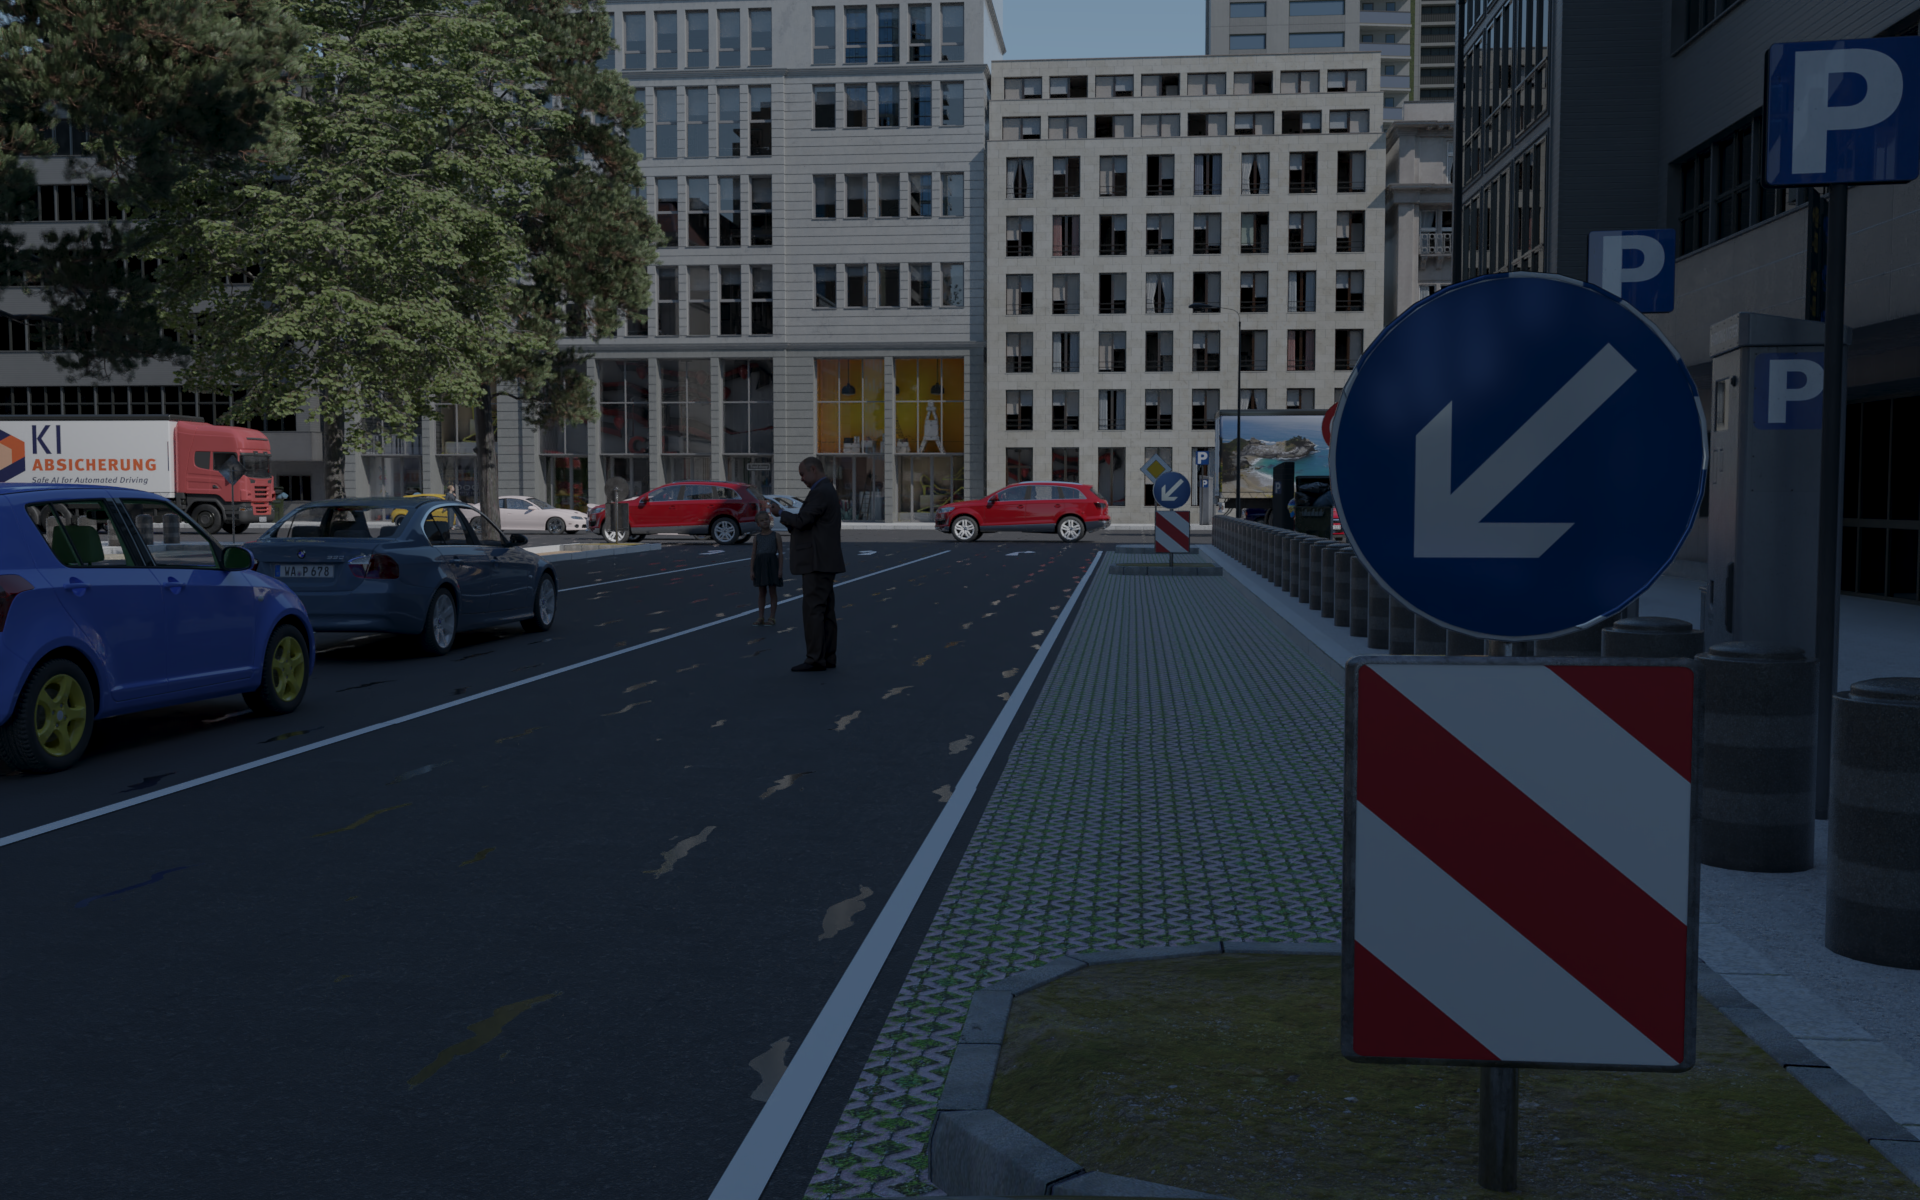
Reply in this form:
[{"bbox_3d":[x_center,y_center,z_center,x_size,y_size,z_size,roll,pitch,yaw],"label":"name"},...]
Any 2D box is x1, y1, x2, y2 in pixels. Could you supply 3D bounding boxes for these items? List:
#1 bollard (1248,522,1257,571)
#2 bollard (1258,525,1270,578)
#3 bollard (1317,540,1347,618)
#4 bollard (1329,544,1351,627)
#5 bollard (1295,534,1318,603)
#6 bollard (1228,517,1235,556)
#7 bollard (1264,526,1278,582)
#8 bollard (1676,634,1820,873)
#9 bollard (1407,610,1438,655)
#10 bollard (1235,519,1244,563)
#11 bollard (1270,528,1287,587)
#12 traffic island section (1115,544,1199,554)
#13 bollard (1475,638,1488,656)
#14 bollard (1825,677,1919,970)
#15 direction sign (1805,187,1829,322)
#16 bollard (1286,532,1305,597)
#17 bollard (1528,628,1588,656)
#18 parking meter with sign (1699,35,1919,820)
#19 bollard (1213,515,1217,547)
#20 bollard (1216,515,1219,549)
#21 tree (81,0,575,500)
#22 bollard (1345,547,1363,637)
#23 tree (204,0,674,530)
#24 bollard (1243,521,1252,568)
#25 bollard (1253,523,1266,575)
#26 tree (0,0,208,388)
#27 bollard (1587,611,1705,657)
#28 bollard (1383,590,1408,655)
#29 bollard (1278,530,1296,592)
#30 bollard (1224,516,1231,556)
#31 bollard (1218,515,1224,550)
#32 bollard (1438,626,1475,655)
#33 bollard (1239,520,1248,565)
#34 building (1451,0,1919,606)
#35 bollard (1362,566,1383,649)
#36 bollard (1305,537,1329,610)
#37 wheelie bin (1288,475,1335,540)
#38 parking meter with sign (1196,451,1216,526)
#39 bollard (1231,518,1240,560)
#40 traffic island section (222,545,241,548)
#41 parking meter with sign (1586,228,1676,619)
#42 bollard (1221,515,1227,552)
[{"bbox_3d":[5.050,-0.864,28.842,0.404,0.777,0.398,0,3,0],"label":"bollard"},{"bbox_3d":[4.809,-0.716,26.429,0.404,0.777,0.398,0,3,0],"label":"bollard"},{"bbox_3d":[3.966,-0.202,18.026,0.404,0.777,0.398,0,3,0],"label":"bollard"},{"bbox_3d":[3.842,-0.129,16.831,0.404,0.777,0.398,0,3,0],"label":"bollard"},{"bbox_3d":[4.203,-0.350,20.432,0.404,0.777,0.398,0,3,0],"label":"bollard"},{"bbox_3d":[5.647,-1.230,34.824,0.404,0.777,0.398,0,3,0],"label":"bollard"},{"bbox_3d":[4.691,-0.643,25.233,0.404,0.777,0.398,0,3,0],"label":"bollard"},{"bbox_3d":[2.765,0.531,6.033,0.404,0.777,0.398,0,3,0],"label":"bollard"},{"bbox_3d":[3.363,0.164,12.028,0.404,0.777,0.398,0,3,0],"label":"bollard"},{"bbox_3d":[5.408,-1.083,32.429,0.404,0.777,0.398,0,3,0],"label":"bollard"},{"bbox_3d":[4.563,-0.570,24.038,0.404,0.777,0.398,0,3,0],"label":"bollard"},{"bbox_3d":[4.824,-1.239,42.543,2.009,0.180,2.903,0,4,6],"label":"traffic island section"},{"bbox_3d":[3.122,0.311,9.627,0.404,0.777,0.398,0,3,0],"label":"bollard"},{"bbox_3d":[2.642,0.605,4.828,0.404,0.777,0.398,0,3,0],"label":"bollard"},{"bbox_3d":[6.515,-1.299,13.231,0.379,3.537,0.876,2,4,34],"label":"direction sign"},{"bbox_3d":[4.326,-0.423,21.628,0.404,0.777,0.398,0,3,0],"label":"bollard"},{"bbox_3d":[3.001,0.385,8.427,0.404,0.777,0.398,0,3,0],"label":"bollard"},{"bbox_3d":[3.579,-0.691,7.559,0.543,3.016,1.738,1,4,13],"label":"parking meter with sign"},{"bbox_3d":[6.250,-1.598,40.841,0.404,0.777,0.398,0,3,0],"label":"bollard"},{"bbox_3d":[6.128,-1.525,39.645,0.404,0.777,0.398,0,3,0],"label":"bollard"},{"bbox_3d":[-10.223,-6.586,28.271,7.486,12.596,7.792,0,3,0],"label":"tree"},{"bbox_3d":[3.727,-0.056,15.635,0.404,0.777,0.398,0,3,0],"label":"bollard"},{"bbox_3d":[-10.243,-7.782,37.108,7.806,13.903,7.818,0,3,0],"label":"tree"},{"bbox_3d":[5.170,-0.937,30.038,0.404,0.777,0.398,0,3,0],"label":"bollard"},{"bbox_3d":[4.928,-0.789,27.624,0.404,0.777,0.398,0,3,0],"label":"bollard"},{"bbox_3d":[-11.749,-6.733,19.961,7.806,13.903,7.818,0,3,0],"label":"tree"},{"bbox_3d":[2.884,0.458,7.231,0.404,0.777,0.398,0,3,0],"label":"bollard"},{"bbox_3d":[3.486,0.091,13.234,0.404,0.777,0.398,0,3,0],"label":"bollard"},{"bbox_3d":[4.446,-0.496,22.825,0.404,0.777,0.398,0,3,0],"label":"bollard"},{"bbox_3d":[5.763,-1.304,36.033,0.404,0.777,0.398,0,3,0],"label":"bollard"},{"bbox_3d":[6.004,-1.452,38.450,0.404,0.777,0.398,0,3,0],"label":"bollard"},{"bbox_3d":[3.247,0.238,10.822,0.404,0.777,0.398,0,3,0],"label":"bollard"},{"bbox_3d":[5.286,-1.010,31.234,0.404,0.777,0.398,0,3,0],"label":"bollard"},{"bbox_3d":[15.984,-12.404,21.878,14.314,24.678,30.058,0,4,6],"label":"building"},{"bbox_3d":[3.605,0.018,14.430,0.404,0.777,0.398,0,3,0],"label":"bollard"},{"bbox_3d":[4.086,-0.276,19.236,0.404,0.777,0.398,0,3,0],"label":"bollard"},{"bbox_3d":[6.048,-1.316,29.429,0.980,1.594,0.693,1,4,17],"label":"wheelie bin"},{"bbox_3d":[10.146,-4.583,71.188,0.543,3.016,1.738,1,4,21],"label":"parking meter with sign"},{"bbox_3d":[5.528,-1.157,33.628,0.404,0.777,0.398,0,3,0],"label":"bollard"},{"bbox_3d":[-18.849,-1.384,44.910,2.009,0.180,2.903,0,4,6],"label":"traffic island section"},{"bbox_3d":[4.615,-0.983,12.330,0.543,3.016,1.738,1,4,13],"label":"parking meter with sign"},{"bbox_3d":[5.888,-1.378,37.243,0.404,0.777,0.398,0,3,0],"label":"bollard"}]
